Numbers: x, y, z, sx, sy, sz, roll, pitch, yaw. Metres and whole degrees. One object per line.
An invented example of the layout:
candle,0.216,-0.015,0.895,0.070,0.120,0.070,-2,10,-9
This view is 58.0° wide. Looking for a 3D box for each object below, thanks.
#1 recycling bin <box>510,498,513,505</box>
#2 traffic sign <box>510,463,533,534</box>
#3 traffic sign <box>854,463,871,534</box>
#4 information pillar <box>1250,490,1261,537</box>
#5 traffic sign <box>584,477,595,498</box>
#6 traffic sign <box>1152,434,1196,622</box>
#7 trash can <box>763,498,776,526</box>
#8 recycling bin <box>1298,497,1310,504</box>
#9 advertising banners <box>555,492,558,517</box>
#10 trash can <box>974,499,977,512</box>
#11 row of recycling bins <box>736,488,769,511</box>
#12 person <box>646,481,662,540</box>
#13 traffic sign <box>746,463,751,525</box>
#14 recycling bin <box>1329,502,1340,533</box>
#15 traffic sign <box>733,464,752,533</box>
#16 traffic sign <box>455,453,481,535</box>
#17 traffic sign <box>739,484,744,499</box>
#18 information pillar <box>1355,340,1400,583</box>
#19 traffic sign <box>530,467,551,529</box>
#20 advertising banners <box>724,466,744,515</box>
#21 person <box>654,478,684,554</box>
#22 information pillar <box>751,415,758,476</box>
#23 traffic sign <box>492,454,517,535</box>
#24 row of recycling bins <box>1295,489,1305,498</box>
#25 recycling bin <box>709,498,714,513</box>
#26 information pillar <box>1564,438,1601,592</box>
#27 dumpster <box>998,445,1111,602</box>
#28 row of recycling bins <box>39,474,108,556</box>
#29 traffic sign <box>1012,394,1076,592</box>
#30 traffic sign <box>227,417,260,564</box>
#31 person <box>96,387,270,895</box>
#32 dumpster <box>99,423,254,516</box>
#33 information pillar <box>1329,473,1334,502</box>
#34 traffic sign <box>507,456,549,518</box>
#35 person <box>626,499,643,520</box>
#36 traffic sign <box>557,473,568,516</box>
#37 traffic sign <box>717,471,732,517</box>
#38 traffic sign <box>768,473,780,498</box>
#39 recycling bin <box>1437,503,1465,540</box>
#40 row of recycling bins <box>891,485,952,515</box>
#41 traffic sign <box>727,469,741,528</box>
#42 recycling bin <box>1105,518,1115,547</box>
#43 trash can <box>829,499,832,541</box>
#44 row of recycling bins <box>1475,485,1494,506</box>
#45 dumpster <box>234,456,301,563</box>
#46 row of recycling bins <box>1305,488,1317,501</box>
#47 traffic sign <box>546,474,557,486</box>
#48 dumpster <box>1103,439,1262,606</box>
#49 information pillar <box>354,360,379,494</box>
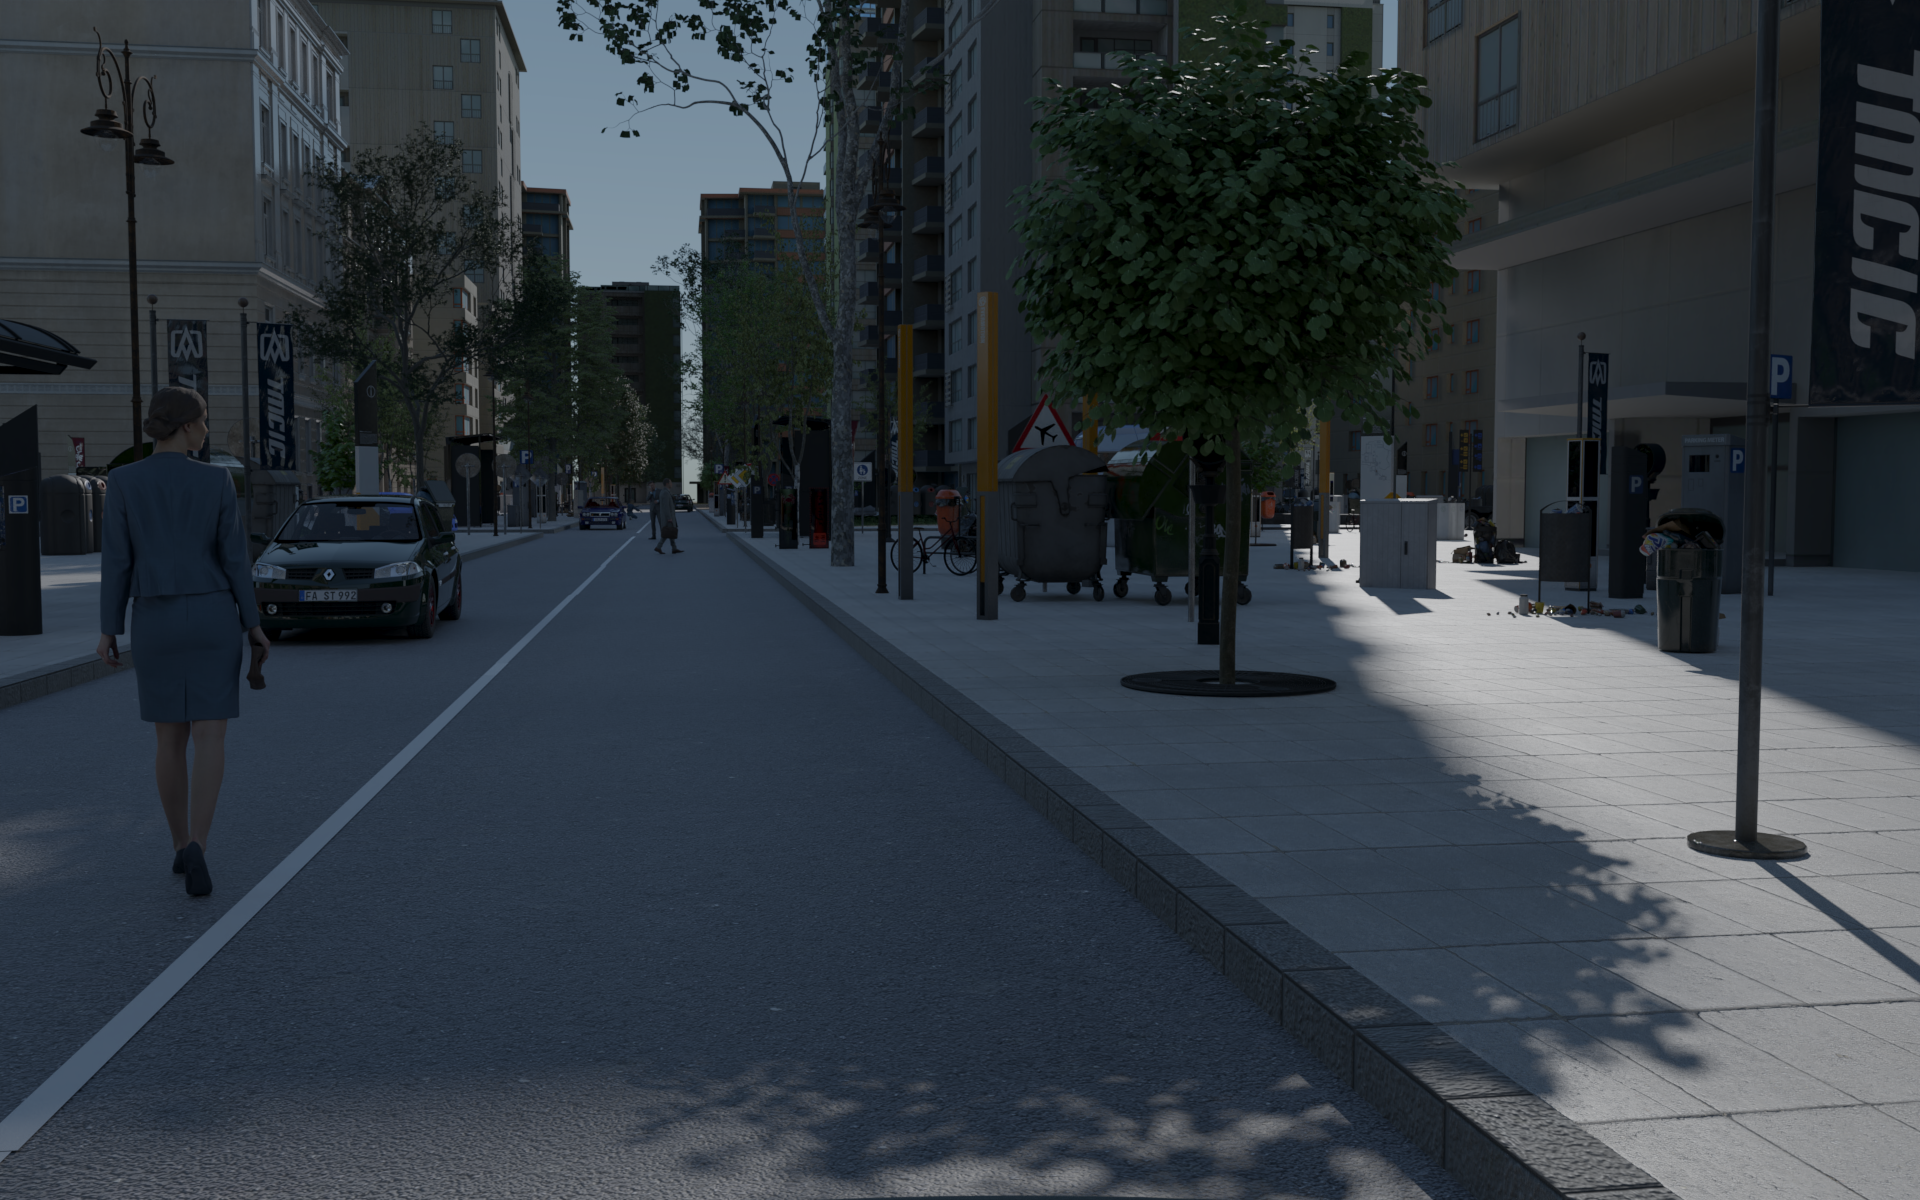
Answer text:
recycling bin,-29.345,-6.247,114.699,0.722,1.027,0.722,0,4,-1
traffic sign,-14.269,-3.218,56.250,0.795,2.450,0.064,-1,4,-9
traffic sign,-3.163,-3.303,56.135,0.606,2.300,0.079,-1,4,-9
information pillar,8.736,-2.868,51.385,0.304,2.012,0.304,-1,4,-11
traffic sign,-27.301,-7.802,127.669,0.768,2.556,0.104,0,4,-2
traffic sign,2.319,-1.058,17.305,0.884,2.594,0.081,0,4,-3
trash can,-7.672,-3.524,69.278,0.748,1.137,0.748,0,3,0
recycling bin,25.399,-7.058,127.948,0.722,1.027,0.722,2,4,24
advertising banners,-22.841,-6.151,96.750,0.090,3.025,2.074,0,4,6
trash can,0.795,-2.653,55.026,0.748,1.137,0.748,0,3,0
row of recycling bins,-14.645,-7.069,122.697,1.069,1.692,3.534,-3,4,-39
person,-9.550,-2.823,54.455,0.655,1.846,0.447,1,4,9
traffic sign,-8.590,-4.349,71.217,0.768,2.556,0.104,0,4,-3
recycling bin,12.227,-2.747,57.471,0.722,1.027,0.722,1,4,16
traffic sign,-7.115,-3.287,57.388,0.795,2.450,0.064,-1,4,-9
traffic sign,-15.320,-3.293,53.955,0.768,2.556,0.104,0,4,-4
traffic sign,-13.288,-6.356,106.054,0.606,2.300,0.079,0,4,-2
information pillar,5.952,-2.043,24.762,0.504,3.616,0.183,3,5,40
traffic sign,-15.551,-3.700,64.132,0.795,2.450,0.064,-1,4,-9
advertising banners,-14.049,-6.829,107.840,0.090,3.025,2.074,2,4,30
person,-6.970,-2.011,41.486,0.767,1.812,0.694,-1,4,-18
information pillar,-6.029,-3.646,50.959,0.183,3.616,0.504,0,4,8
traffic sign,-14.391,-3.341,54.727,0.768,2.556,0.104,0,4,-6
row of recycling bins,25.304,-7.795,134.565,3.534,1.692,1.069,1,4,12
recycling bin,-16.908,-6.572,120.009,0.722,1.027,0.722,-3,5,-43
information pillar,8.232,-1.127,22.911,0.304,2.012,0.304,-1,4,-21
dumpster,1.085,-0.949,21.279,1.264,1.857,1.865,-1,4,-9
row of recycling bins,-19.151,-1.870,37.685,1.069,1.692,3.534,-1,4,-11
traffic sign,1.110,-1.382,22.597,0.884,2.594,0.081,0,4,-6
traffic sign,-11.749,-1.752,28.749,0.768,2.556,0.104,-1,4,-8
person,-2.850,0.136,6.305,0.581,1.822,0.654,-1,4,-8
dumpster,-10.516,-1.272,23.298,1.502,2.255,1.985,-1,4,-9
information pillar,12.681,-3.378,59.721,0.304,2.012,0.304,3,5,42
traffic sign,-23.027,-6.023,92.346,2.265,3.308,0.079,0,4,-3
person,-18.280,-5.038,96.366,1.012,1.151,0.738,2,4,34
traffic sign,-23.657,-6.288,102.920,0.768,2.556,0.104,0,4,-3
traffic sign,-12.899,-5.821,95.182,0.884,2.594,0.081,0,4,-6
traffic sign,-11.540,-6.556,107.301,0.768,2.556,0.104,0,4,-6
recycling bin,13.674,-2.209,48.670,0.722,1.027,0.722,-3,4,-37
row of recycling bins,-1.885,-4.485,80.440,3.534,1.692,1.069,-3,4,-36
traffic sign,-8.397,-3.769,65.270,0.795,2.450,0.064,-1,4,-9
recycling bin,3.845,-1.804,42.048,0.722,1.027,0.722,-2,4,-35
trash can,-3.716,-2.197,47.582,0.748,1.137,0.748,0,3,0
row of recycling bins,23.970,-4.315,77.657,1.069,1.692,3.534,0,4,-2
dumpster,-11.201,-1.314,27.242,1.264,1.857,1.865,-1,4,-9
row of recycling bins,25.443,-6.758,117.601,3.534,1.692,1.069,2,4,35
traffic sign,-21.202,-5.361,89.783,0.606,2.300,0.079,0,4,-5
dumpster,2.607,-1.110,20.637,1.502,2.255,1.985,-1,4,-9
information pillar,-10.331,-2.376,30.206,0.183,3.616,0.504,2,4,24
